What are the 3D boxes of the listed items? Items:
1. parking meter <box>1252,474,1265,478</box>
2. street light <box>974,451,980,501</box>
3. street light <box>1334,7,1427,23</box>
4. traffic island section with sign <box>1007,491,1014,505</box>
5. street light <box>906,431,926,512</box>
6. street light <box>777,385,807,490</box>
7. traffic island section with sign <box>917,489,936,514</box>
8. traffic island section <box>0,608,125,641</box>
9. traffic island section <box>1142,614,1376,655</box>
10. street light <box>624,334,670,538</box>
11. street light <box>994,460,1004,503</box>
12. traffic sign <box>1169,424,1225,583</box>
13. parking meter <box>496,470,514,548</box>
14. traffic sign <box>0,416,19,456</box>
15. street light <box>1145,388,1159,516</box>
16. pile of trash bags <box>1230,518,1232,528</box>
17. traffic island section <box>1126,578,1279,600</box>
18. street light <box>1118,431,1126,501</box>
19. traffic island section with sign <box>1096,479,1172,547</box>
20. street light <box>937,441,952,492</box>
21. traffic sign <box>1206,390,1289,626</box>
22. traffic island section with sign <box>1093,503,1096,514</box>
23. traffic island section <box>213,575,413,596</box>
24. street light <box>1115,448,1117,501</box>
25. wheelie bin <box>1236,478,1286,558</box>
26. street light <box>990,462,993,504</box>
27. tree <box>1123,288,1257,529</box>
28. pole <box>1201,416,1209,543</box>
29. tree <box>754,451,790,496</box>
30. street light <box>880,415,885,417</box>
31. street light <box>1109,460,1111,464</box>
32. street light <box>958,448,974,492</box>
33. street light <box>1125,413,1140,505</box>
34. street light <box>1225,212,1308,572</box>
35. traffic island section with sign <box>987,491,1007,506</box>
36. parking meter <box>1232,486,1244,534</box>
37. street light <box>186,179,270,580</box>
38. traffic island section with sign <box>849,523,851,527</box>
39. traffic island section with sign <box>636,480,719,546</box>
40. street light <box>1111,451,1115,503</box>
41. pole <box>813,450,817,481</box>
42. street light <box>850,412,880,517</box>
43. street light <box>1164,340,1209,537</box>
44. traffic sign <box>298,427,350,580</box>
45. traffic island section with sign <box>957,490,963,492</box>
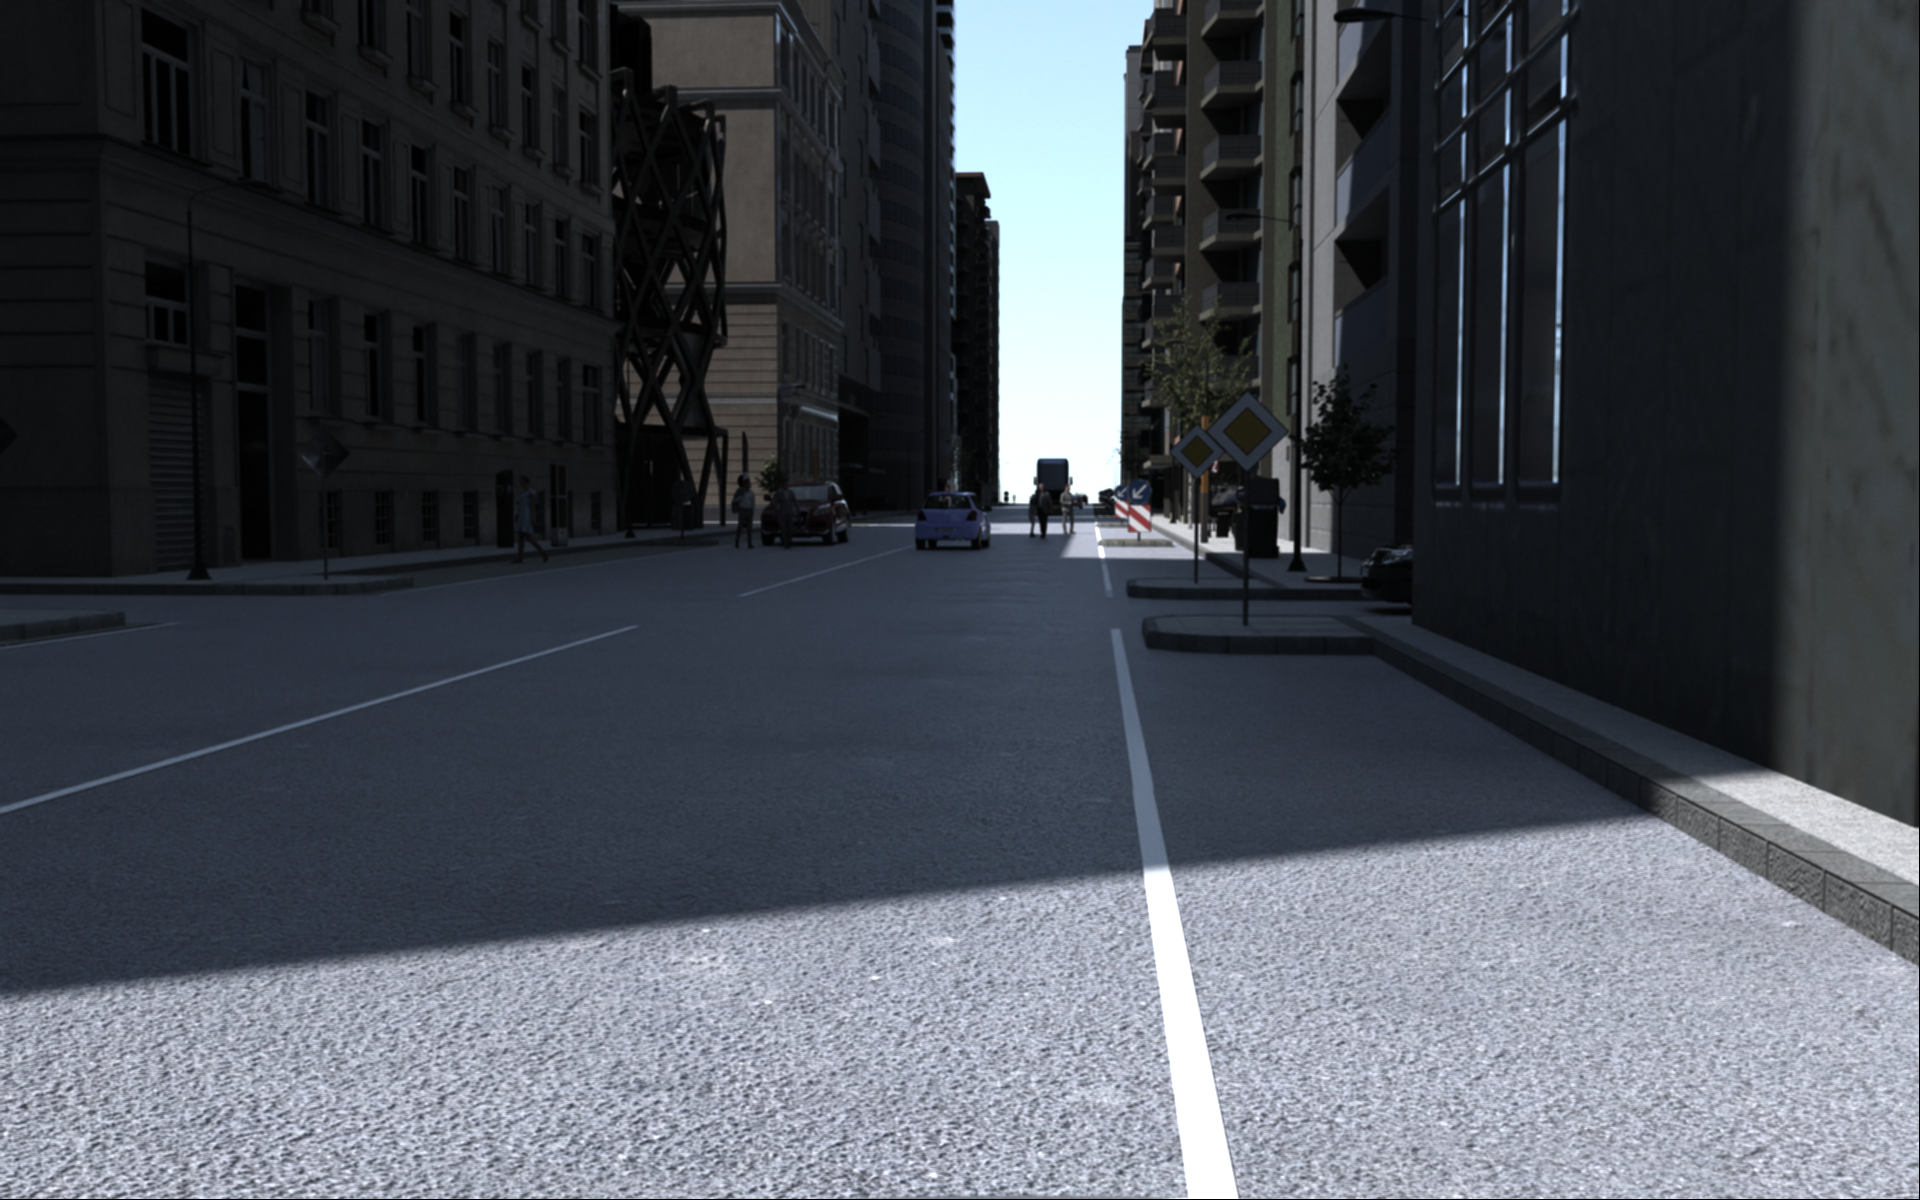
[{"bbox_3d":[8.750,-2.754,50.732,0.399,1.863,0.255,0,4,-6],"label":"parking meter"},{"bbox_3d":[1.128,-12.996,185.025,1.470,5.913,1.316,0,4,4],"label":"street light"},{"bbox_3d":[4.270,-2.699,16.675,1.470,5.913,1.316,0,4,4],"label":"street light"},{"bbox_3d":[6.350,-13.836,234.840,1.989,1.847,2.006,0,4,4],"label":"traffic island section with sign"},{"bbox_3d":[-3.213,-9.431,126.744,1.470,5.913,1.316,0,4,4],"label":"street light"},{"bbox_3d":[-7.235,-6.209,74.051,1.470,5.913,1.316,0,4,4],"label":"street light"},{"bbox_3d":[-2.029,-7.080,124.382,1.989,1.847,2.006,0,4,4],"label":"traffic island section with sign"},{"bbox_3d":[-10.095,0.267,17.913,2.009,0.180,2.903,0,4,4],"label":"traffic island section"},{"bbox_3d":[2.809,0.327,16.934,2.009,0.180,2.903,0,4,4],"label":"traffic island section"},{"bbox_3d":[-9.113,-4.765,50.452,1.470,5.913,1.316,0,4,4],"label":"street light"},{"bbox_3d":[4.766,-15.927,232.941,1.470,5.913,1.316,0,4,4],"label":"street light"},{"bbox_3d":[3.389,-1.295,24.821,0.795,2.450,0.064,0,4,4],"label":"traffic sign"},{"bbox_3d":[-10.885,-2.184,41.414,0.255,1.863,0.399,1,4,20],"label":"parking meter"},{"bbox_3d":[-10.071,-0.869,17.850,0.795,2.450,0.064,0,4,4],"label":"traffic sign"},{"bbox_3d":[8.813,-6.320,75.872,1.470,5.913,1.316,0,4,4],"label":"street light"},{"bbox_3d":[11.182,-3.448,66.127,1.912,1.369,3.447,-1,4,-12],"label":"pile of trash bags"},{"bbox_3d":[3.413,-0.160,24.896,2.009,0.180,2.903,0,4,4],"label":"traffic island section"},{"bbox_3d":[12.653,-9.524,128.257,1.470,5.913,1.316,0,4,4],"label":"street light"},{"bbox_3d":[4.817,-2.393,47.746,1.989,1.847,2.006,0,4,4],"label":"traffic island section with sign"},{"bbox_3d":[-1.406,-10.875,150.349,1.470,5.913,1.316,0,4,4],"label":"street light"},{"bbox_3d":[2.785,-0.808,16.859,0.795,2.450,0.064,0,4,4],"label":"traffic sign"},{"bbox_3d":[6.857,-4.037,74.634,1.989,1.847,2.006,0,4,4],"label":"traffic island section with sign"},{"bbox_3d":[-9.491,-0.220,25.876,2.009,0.180,2.903,0,4,4],"label":"traffic island section"},{"bbox_3d":[14.596,-10.986,152.160,1.470,5.913,1.316,0,4,4],"label":"street light"},{"bbox_3d":[6.036,-1.643,34.764,0.980,1.594,0.693,0,4,7],"label":"wheelie bin"},{"bbox_3d":[2.867,-14.440,208.635,1.470,5.913,1.316,0,4,4],"label":"street light"},{"bbox_3d":[8.645,-6.886,62.956,4.737,8.622,4.395,0,3,0],"label":"tree"},{"bbox_3d":[6.403,-3.146,45.278,0.158,3.312,0.155,0,3,0],"label":"pole"},{"bbox_3d":[-8.491,-5.095,77.912,1.663,3.219,1.824,0,3,0],"label":"tree"},{"bbox_3d":[-5.108,-7.946,102.461,1.470,5.913,1.316,0,4,4],"label":"street light"},{"bbox_3d":[17.159,-13.154,187.609,1.470,5.913,1.316,0,4,4],"label":"street light"},{"bbox_3d":[0.409,-12.320,173.978,1.470,5.913,1.316,0,4,4],"label":"street light"},{"bbox_3d":[10.418,-7.765,99.492,1.470,5.913,1.316,0,4,4],"label":"street light"},{"bbox_3d":[5.067,-3.433,28.672,1.470,5.913,1.316,0,4,4],"label":"street light"},{"bbox_3d":[4.299,-12.185,207.844,1.989,1.847,2.006,0,4,4],"label":"traffic island section with sign"},{"bbox_3d":[8.870,-2.868,55.298,0.372,1.533,0.369,0,3,0],"label":"parking meter"},{"bbox_3d":[-10.885,-3.256,25.772,1.470,5.913,1.316,0,4,4],"label":"street light"},{"bbox_3d":[-5.764,-4.064,75.068,1.989,1.847,2.006,0,4,4],"label":"traffic island section with sign"},{"bbox_3d":[-7.798,-2.420,48.189,1.989,1.847,2.006,0,4,4],"label":"traffic island section with sign"},{"bbox_3d":[16.321,-12.441,175.945,1.470,5.913,1.316,0,4,4],"label":"street light"},{"bbox_3d":[-6.729,-5.306,80.603,0.158,3.312,0.155,0,3,0],"label":"pole"},{"bbox_3d":[-5.478,-7.654,97.681,1.470,5.913,1.316,0,4,4],"label":"street light"},{"bbox_3d":[6.902,-4.877,52.275,1.470,5.913,1.316,0,4,4],"label":"street light"},{"bbox_3d":[-9.467,-1.356,25.812,0.795,2.450,0.064,0,4,4],"label":"traffic sign"},{"bbox_3d":[0.048,-8.762,151.878,1.989,1.847,2.006,0,4,4],"label":"traffic island section with sign"}]
